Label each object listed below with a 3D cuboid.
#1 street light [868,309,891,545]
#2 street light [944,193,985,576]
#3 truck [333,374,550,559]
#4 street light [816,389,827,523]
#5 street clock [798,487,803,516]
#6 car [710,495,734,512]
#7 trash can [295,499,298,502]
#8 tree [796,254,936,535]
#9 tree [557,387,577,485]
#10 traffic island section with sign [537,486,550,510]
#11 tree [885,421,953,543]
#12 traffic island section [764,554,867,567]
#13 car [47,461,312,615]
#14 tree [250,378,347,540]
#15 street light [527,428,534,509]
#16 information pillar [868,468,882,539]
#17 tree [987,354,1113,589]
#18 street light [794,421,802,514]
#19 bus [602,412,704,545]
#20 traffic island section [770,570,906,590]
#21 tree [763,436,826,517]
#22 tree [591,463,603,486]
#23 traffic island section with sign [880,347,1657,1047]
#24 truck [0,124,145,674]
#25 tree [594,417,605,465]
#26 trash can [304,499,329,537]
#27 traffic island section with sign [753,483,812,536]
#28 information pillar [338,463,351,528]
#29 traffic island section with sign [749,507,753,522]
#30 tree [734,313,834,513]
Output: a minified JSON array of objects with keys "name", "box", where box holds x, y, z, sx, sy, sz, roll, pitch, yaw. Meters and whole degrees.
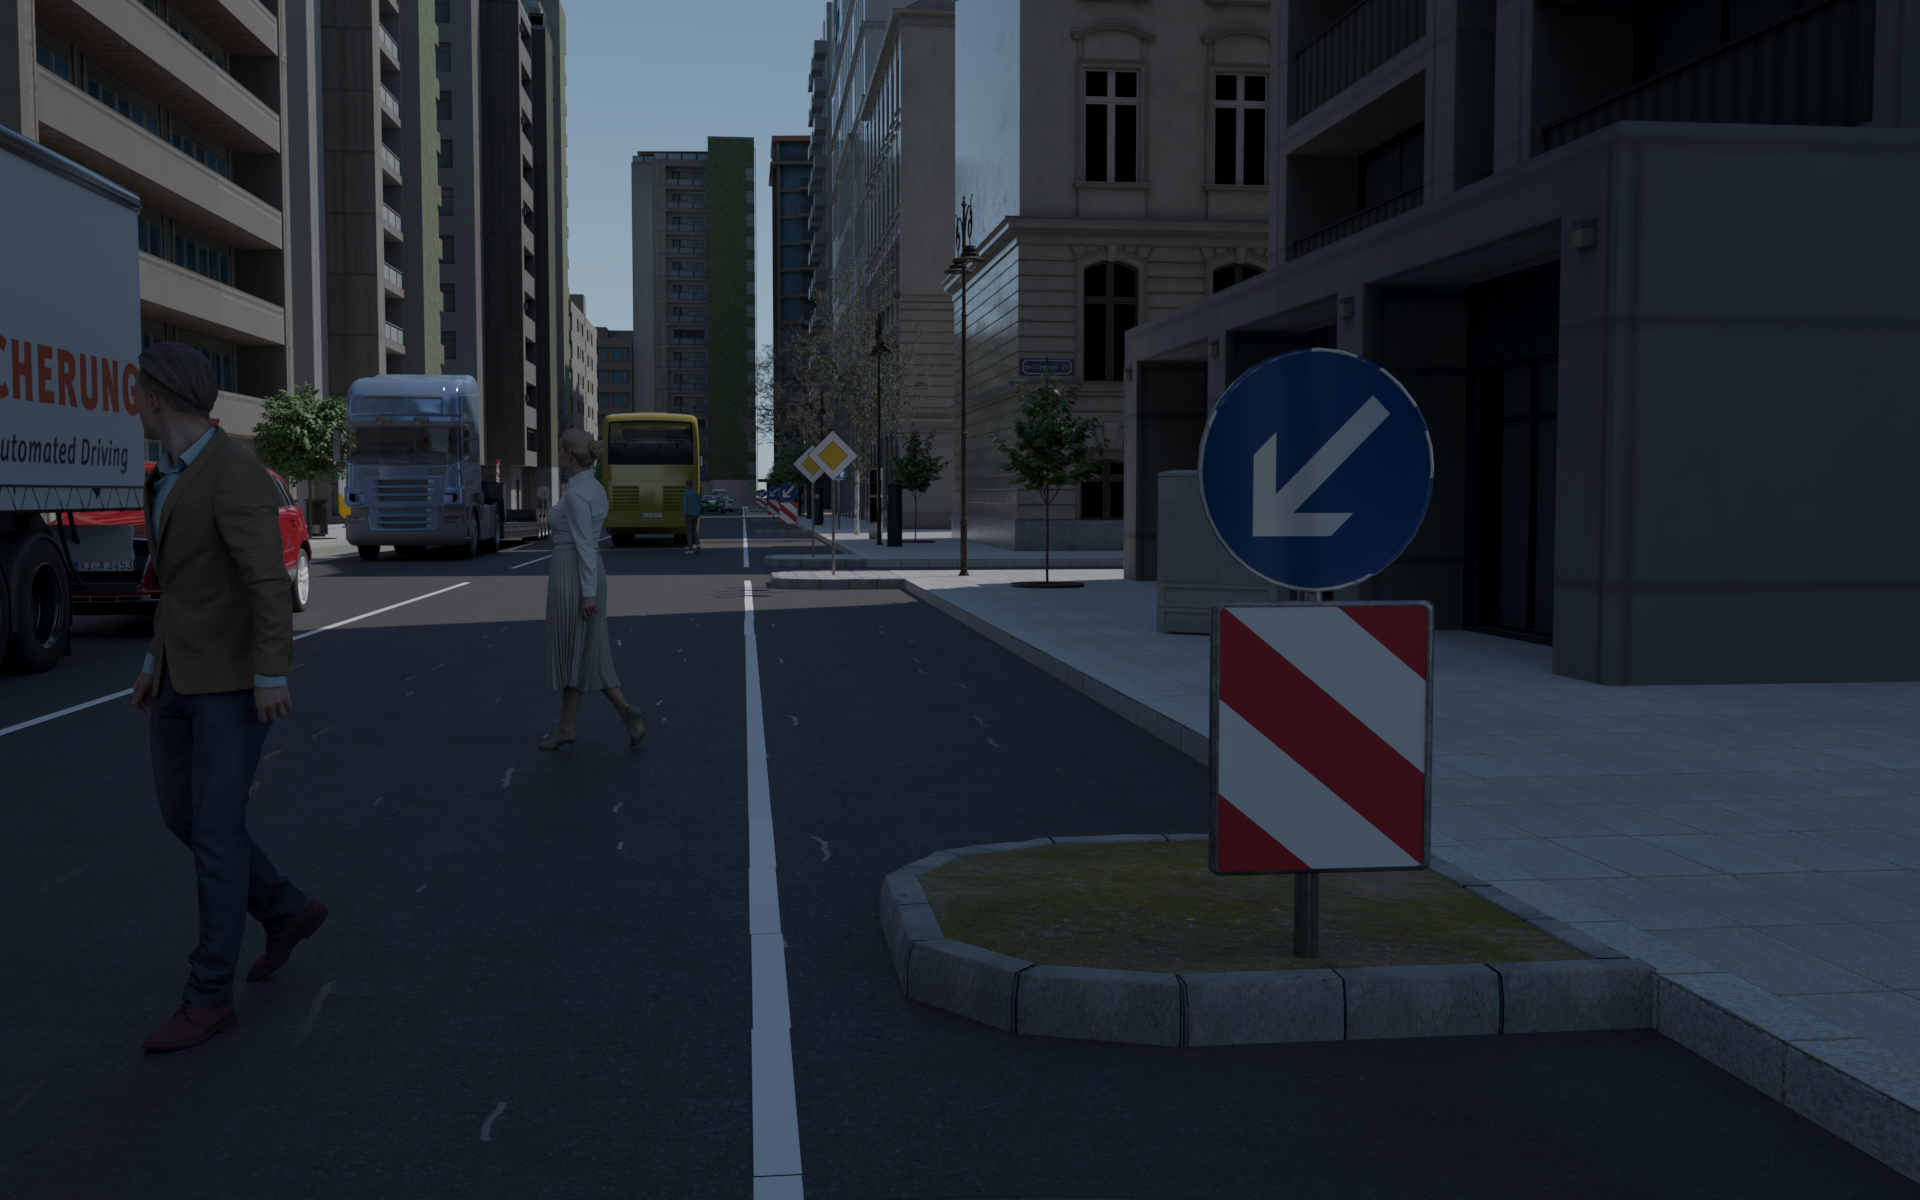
[{"name":"street light","box":[-2.032,-4.324,43.482,0.468,5.910,1.993,0,4,-7]},{"name":"street light","box":[0.061,-3.317,27.014,0.468,5.910,1.993,0,4,-7]},{"name":"truck","box":[-12.830,-3.372,44.889,2.967,4.110,18.799,0,4,-8]},{"name":"street light","box":[-6.071,-6.331,76.307,0.468,5.910,1.993,0,4,-7]},{"name":"street clock","box":[-9.525,-6.036,103.254,0.471,2.002,0.358,0,4,-1]},{"name":"car","box":[-19.103,-7.714,138.483,2.083,1.381,4.827,-1,4,-8]},{"name":"trash can","box":[-17.791,-2.075,45.585,0.748,1.137,0.748,0,3,0]},{"name":"tree","box":[-3.007,-6.347,54.136,4.360,8.622,3.978,0,3,0]},{"name":"tree","box":[-26.454,-9.880,111.897,4.360,8.622,3.978,0,3,0]},{"name":"traffic island section with sign","box":[-20.742,-4.757,86.406,1.989,1.847,2.006,0,4,-7]},{"name":"tree","box":[-1.241,-3.137,45.897,1.663,3.219,1.824,0,3,0]},{"name":"traffic island section","box":[-2.975,-0.798,35.328,2.009,0.180,2.903,0,4,-7]},{"name":"car","box":[-8.734,-0.656,19.406,2.281,1.827,5.304,-1,4,-9]},{"name":"tree","box":[-18.446,-3.995,49.036,4.285,4.588,4.351,0,3,0]},{"name":"street light","box":[-24.736,-7.747,99.446,0.468,5.910,1.993,0,4,-7]},{"name":"information pillar","box":[-2.414,-2.755,49.541,0.304,2.012,0.304,1,4,22]},{"name":"tree","box":[1.097,-1.789,23.852,1.663,3.219,1.824,0,3,0]},{"name":"street light","box":[-10.234,-8.338,109.117,0.468,5.910,1.993,0,4,-7]},{"name":"bus","box":[-9.079,-3.679,51.704,2.896,3.916,12.252,-1,4,-9]},{"name":"traffic island section","box":[-1.981,-0.313,27.405,2.009,0.180,2.903,0,4,-7]},{"name":"tree","box":[-9.022,-7.035,98.733,4.285,4.588,4.351,0,3,0]},{"name":"tree","box":[-31.681,-10.500,155.382,4.285,4.588,4.351,0,3,0]},{"name":"traffic island section with sign","box":[0.771,0.194,5.464,1.989,1.847,2.006,0,4,-7]},{"name":"truck","box":[-8.068,-1.316,10.433,2.839,4.237,11.283,0,4,-7]},{"name":"tree","box":[-33.045,-13.103,164.595,4.737,8.622,4.395,0,3,0]},{"name":"trash can","box":[-19.352,-2.476,52.137,0.748,1.137,0.748,0,3,0]},{"name":"traffic island section with sign","box":[-6.115,-3.163,60.343,1.989,1.847,2.006,0,4,-7]},{"name":"information pillar","box":[-23.411,-4.557,65.866,0.183,3.616,0.504,2,4,34]},{"name":"traffic island section with sign","box":[-9.584,-4.852,87.966,1.989,1.847,2.006,0,4,-7]},{"name":"tree","box":[-10.078,-12.608,116.510,12.009,13.543,11.850,0,3,0]}]
